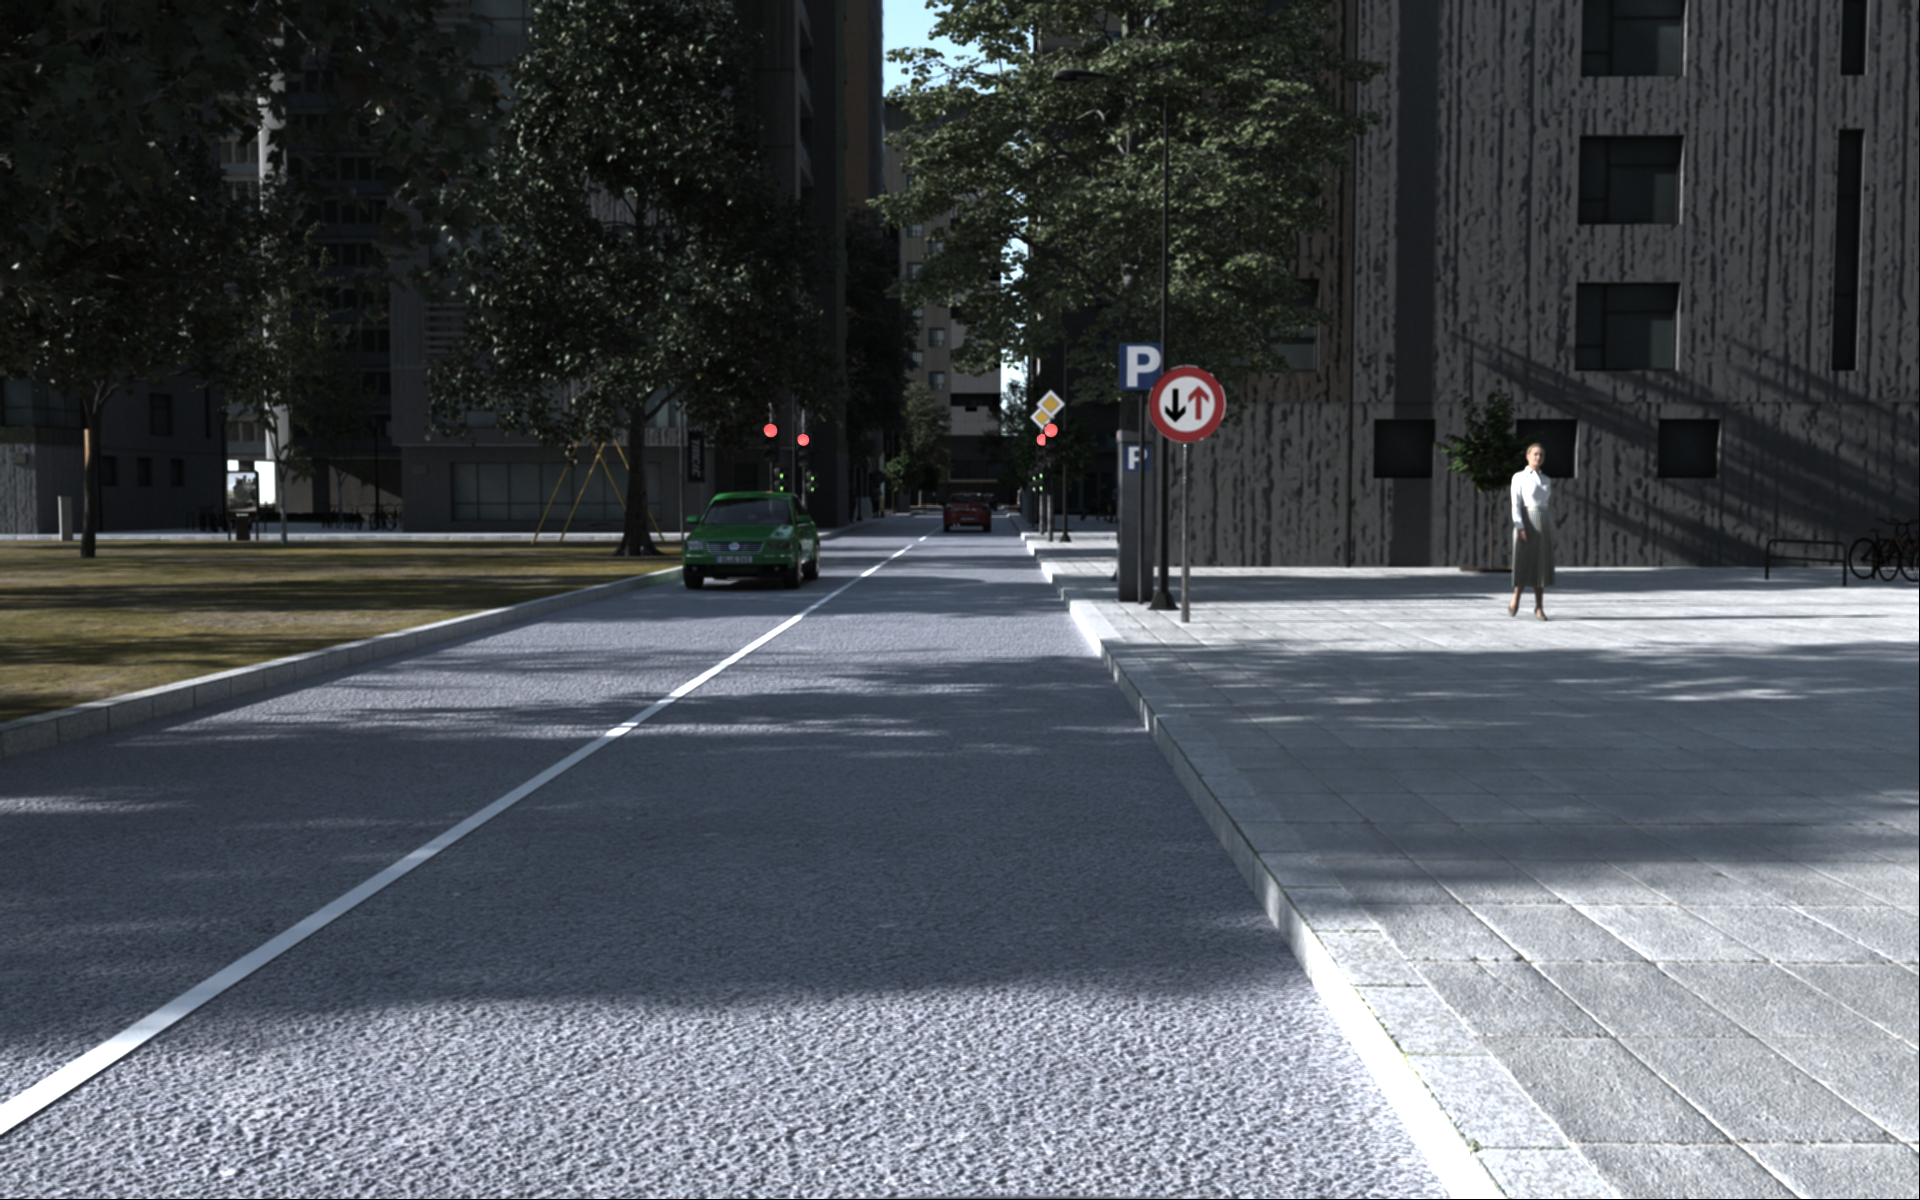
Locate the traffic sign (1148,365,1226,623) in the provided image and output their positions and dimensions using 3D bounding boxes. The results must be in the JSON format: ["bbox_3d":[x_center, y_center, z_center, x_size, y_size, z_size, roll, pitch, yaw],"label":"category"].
[{"bbox_3d":[2.252,-1.047,17.223,0.768,2.556,0.104,1,4,10],"label":"traffic sign"}]

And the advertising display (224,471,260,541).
[{"bbox_3d":[-19.725,-2.593,47.611,0.974,1.923,0.123,1,4,11],"label":"advertising display"}]

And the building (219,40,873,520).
[{"bbox_3d":[-21.281,-24.482,92.160,32.217,40.220,23.993,0,4,1],"label":"building"}]

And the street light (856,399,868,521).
[{"bbox_3d":[-4.274,-6.743,82.784,1.470,5.913,1.316,0,4,1],"label":"street light"}]

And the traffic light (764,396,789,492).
[{"bbox_3d":[-5.044,-3.533,46.693,0.839,4.253,0.868,0,4,1],"label":"traffic light"}]

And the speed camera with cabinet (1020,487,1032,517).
[{"bbox_3d":[3.831,-6.374,98.553,0.660,3.252,2.038,0,4,-8],"label":"speed camera with cabinet"}]

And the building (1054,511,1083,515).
[{"bbox_3d":[15.742,-30.066,115.277,21.300,48.544,21.600,0,4,1],"label":"building"}]

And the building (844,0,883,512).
[{"bbox_3d":[-12.647,-28.671,118.889,14.600,45.320,14.200,0,4,1],"label":"building"}]

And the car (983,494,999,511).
[{"bbox_3d":[2.293,-8.257,147.008,2.014,1.417,4.499,0,4,1],"label":"car"}]

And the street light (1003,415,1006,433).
[{"bbox_3d":[3.308,-7.879,101.355,1.470,5.913,1.316,0,4,1],"label":"street light"}]

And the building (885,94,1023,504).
[{"bbox_3d":[-5.320,-39.131,229.036,27.495,52.752,28.713,0,4,1],"label":"building"}]

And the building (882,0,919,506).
[{"bbox_3d":[-20.333,-53.737,191.269,31.000,86.520,22.319,0,4,1],"label":"building"}]

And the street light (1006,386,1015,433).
[{"bbox_3d":[2.843,-6.222,74.268,1.470,5.913,1.316,0,4,1],"label":"street light"}]

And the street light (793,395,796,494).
[{"bbox_3d":[-4.774,-5.077,55.544,1.470,5.913,1.316,0,4,1],"label":"street light"}]

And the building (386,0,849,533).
[{"bbox_3d":[-11.674,-23.169,62.405,14.154,41.232,14.086,0,4,1],"label":"building"}]

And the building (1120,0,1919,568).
[{"bbox_3d":[10.297,-16.182,36.279,14.160,30.474,14.107,0,4,1],"label":"building"}]

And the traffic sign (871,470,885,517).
[{"bbox_3d":[-4.405,-5.682,93.001,0.768,2.556,0.104,0,4,3],"label":"traffic sign"}]

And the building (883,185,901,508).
[{"bbox_3d":[-12.879,-23.835,161.402,14.160,30.474,14.107,0,4,1],"label":"building"}]

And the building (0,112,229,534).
[{"bbox_3d":[-36.029,-17.709,61.248,14.107,30.474,14.160,0,4,1],"label":"building"}]

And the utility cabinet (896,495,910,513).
[{"bbox_3d":[-3.945,-6.648,119.853,1.020,1.237,0.306,-3,5,-45],"label":"utility cabinet"}]

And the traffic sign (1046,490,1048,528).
[{"bbox_3d":[3.254,-3.961,64.873,0.768,2.556,0.104,1,4,10],"label":"traffic sign"}]

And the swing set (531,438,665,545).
[{"bbox_3d":[-9.357,-2.885,44.785,2.862,2.851,3.119,0,4,1],"label":"swing set"}]

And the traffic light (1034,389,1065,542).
[{"bbox_3d":[2.416,-3.526,46.566,0.839,4.253,0.868,0,4,1],"label":"traffic light"}]

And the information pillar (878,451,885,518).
[{"bbox_3d":[-4.309,-6.327,94.799,0.183,3.616,0.504,3,4,37],"label":"information pillar"}]

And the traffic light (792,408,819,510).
[{"bbox_3d":[-4.890,-4.022,54.677,0.839,4.253,0.868,0,4,1],"label":"traffic light"}]

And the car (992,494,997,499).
[{"bbox_3d":[2.780,-10.148,176.139,2.015,1.641,3.980,0,4,1],"label":"car"}]

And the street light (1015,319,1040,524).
[{"bbox_3d":[2.276,-4.505,46.190,1.470,5.913,1.316,0,4,1],"label":"street light"}]

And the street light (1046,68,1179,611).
[{"bbox_3d":[1.715,-2.846,19.075,1.470,5.913,1.316,0,4,1],"label":"street light"}]

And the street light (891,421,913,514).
[{"bbox_3d":[-3.687,-8.411,110.053,1.470,5.913,1.316,0,4,1],"label":"street light"}]

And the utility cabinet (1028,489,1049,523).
[{"bbox_3d":[3.428,-4.128,76.175,0.318,1.500,1.173,-2,4,-33],"label":"utility cabinet"}]

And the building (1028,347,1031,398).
[{"bbox_3d":[21.577,-21.047,189.158,27.650,21.520,28.899,0,4,1],"label":"building"}]

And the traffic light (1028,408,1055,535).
[{"bbox_3d":[2.570,-4.014,54.550,0.839,4.253,0.868,0,4,1],"label":"traffic light"}]

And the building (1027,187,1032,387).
[{"bbox_3d":[15.861,-34.984,222.099,14.200,45.320,14.600,0,4,1],"label":"building"}]

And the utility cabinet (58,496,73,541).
[{"bbox_3d":[-24.633,-2.236,47.728,0.306,1.237,1.020,-2,4,-30],"label":"utility cabinet"}]
